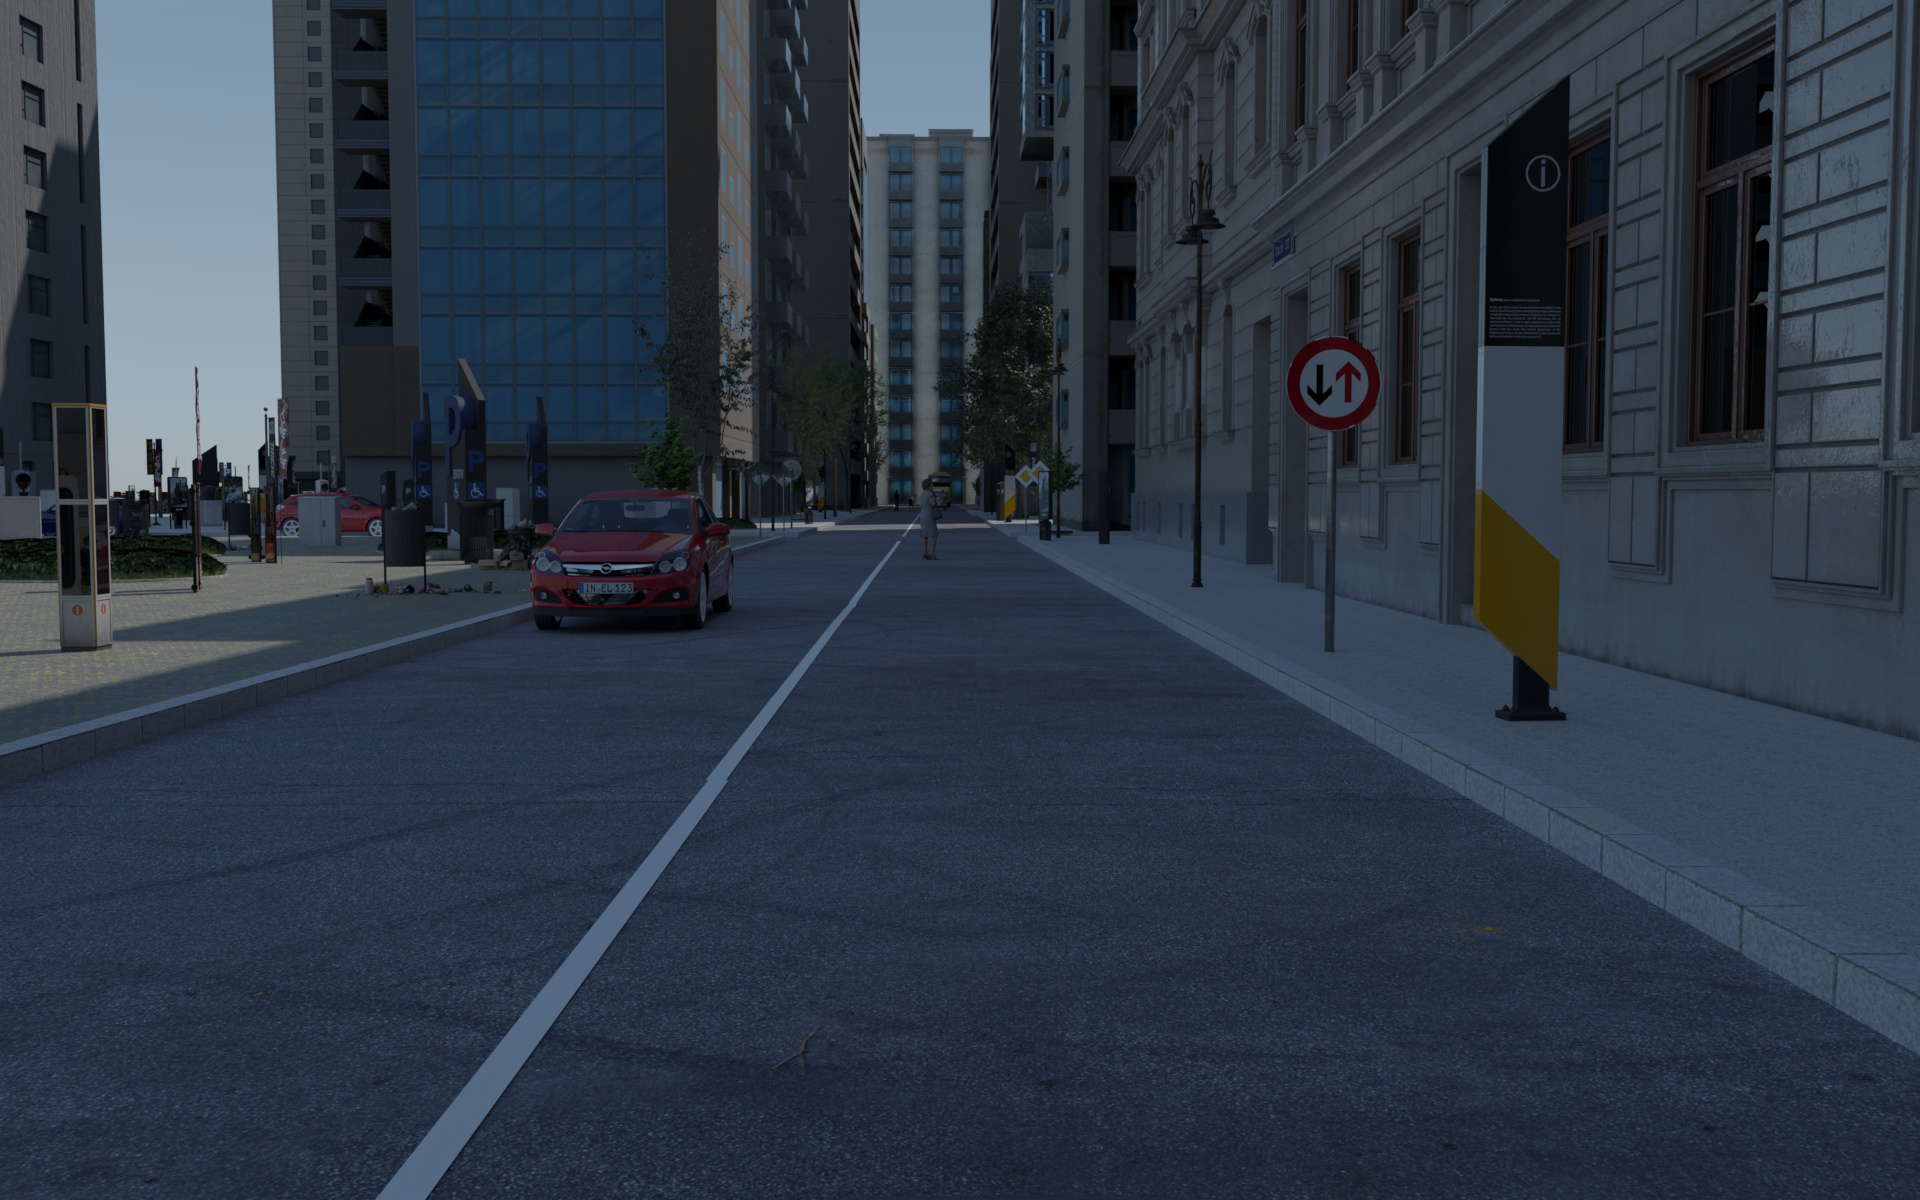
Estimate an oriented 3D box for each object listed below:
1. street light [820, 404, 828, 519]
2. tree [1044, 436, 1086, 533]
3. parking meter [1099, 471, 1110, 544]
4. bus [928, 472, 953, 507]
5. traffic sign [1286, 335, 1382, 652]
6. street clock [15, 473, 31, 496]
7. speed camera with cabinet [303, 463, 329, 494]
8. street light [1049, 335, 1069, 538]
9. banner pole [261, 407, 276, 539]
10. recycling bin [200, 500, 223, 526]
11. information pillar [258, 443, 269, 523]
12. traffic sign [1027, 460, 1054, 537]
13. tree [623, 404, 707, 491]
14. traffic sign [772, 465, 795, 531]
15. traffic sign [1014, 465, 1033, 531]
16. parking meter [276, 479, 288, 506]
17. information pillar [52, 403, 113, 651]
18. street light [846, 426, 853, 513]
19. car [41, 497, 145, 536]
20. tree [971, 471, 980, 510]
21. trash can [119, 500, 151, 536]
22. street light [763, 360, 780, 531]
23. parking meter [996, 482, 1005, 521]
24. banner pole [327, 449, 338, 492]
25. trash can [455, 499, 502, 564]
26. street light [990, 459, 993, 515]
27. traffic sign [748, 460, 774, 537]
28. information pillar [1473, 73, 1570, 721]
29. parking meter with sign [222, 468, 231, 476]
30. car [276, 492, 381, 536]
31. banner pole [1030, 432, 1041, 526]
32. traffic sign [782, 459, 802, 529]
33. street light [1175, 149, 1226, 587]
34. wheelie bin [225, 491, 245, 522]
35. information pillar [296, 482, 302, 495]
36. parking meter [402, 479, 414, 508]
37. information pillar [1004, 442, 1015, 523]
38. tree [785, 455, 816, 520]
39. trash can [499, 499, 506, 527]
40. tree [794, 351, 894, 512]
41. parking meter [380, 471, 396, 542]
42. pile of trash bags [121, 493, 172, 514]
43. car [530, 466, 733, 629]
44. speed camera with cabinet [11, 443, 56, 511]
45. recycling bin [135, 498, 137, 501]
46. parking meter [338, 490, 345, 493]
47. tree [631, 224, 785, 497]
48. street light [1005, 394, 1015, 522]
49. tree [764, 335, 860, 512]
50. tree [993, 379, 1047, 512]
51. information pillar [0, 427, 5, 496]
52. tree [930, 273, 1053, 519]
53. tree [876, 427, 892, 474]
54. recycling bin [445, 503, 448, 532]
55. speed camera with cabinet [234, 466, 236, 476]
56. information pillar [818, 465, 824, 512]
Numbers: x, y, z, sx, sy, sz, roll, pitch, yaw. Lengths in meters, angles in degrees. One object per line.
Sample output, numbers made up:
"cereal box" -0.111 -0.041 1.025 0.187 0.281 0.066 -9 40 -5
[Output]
"street light" -6.863 -7.047 88.004 0.468 5.910 1.993 0 4 -1
"tree" 3.307 -3.877 57.985 1.663 3.219 1.824 0 3 0
"parking meter" 3.696 -2.362 44.336 0.255 1.863 0.399 1 4 11
"bus" -2.216 -12.208 191.143 2.896 3.916 12.252 0 4 0
"traffic sign" 3.007 -0.851 14.022 0.768 2.556 0.104 0 4 2
"street clock" -32.470 -3.395 60.075 0.471 2.002 0.358 -2 4 -34
"speed camera with cabinet" -41.614 -7.159 111.385 0.660 3.252 2.038 3 5 40
"street light" 2.874 -4.750 50.458 0.468 5.910 1.993 0 4 -1
"banner pole" -19.801 -3.653 49.738 0.401 3.779 0.863 -3 5 -44
"recycling bin" -30.239 -3.504 69.847 0.722 1.027 0.722 -3 5 -44
"information pillar" -30.598 -5.187 76.157 0.504 3.616 0.183 1 4 13
"traffic sign" 2.376 -2.922 51.425 0.795 2.450 0.064 0 4 -1
"tree" -6.237 -2.618 37.402 1.663 3.219 1.824 0 3 0
"traffic sign" -6.031 -3.405 59.312 0.795 2.450 0.064 0 4 -1
"traffic sign" 2.263 -3.411 59.409 0.795 2.450 0.064 0 4 -1
"parking meter" -26.244 -3.753 67.071 0.399 1.863 0.255 0 4 1
"information pillar" -7.194 -0.594 14.210 0.304 2.012 0.304 0 4 -2
"street light" -7.302 -8.725 115.446 0.468 5.910 1.993 0 4 -1
"car" -28.509 -2.657 56.016 3.894 1.354 1.945 0 4 -2
"tree" 1.605 -9.073 142.936 1.663 3.219 1.824 0 3 0
"trash can" -20.935 -1.978 43.988 0.748 1.137 0.748 0 3 0
"street light" -6.481 -5.324 59.842 0.468 5.910 1.993 0 4 -1
"parking meter" 1.921 -4.699 82.540 0.255 1.863 0.399 3 5 41
"banner pole" -34.690 -6.463 95.686 0.863 3.779 0.401 2 4 29
"trash can" -8.879 -1.233 31.806 0.748 1.137 0.748 0 3 0
"street light" 1.975 -8.211 107.031 0.468 5.910 1.993 0 4 -1
"traffic sign" -5.917 -2.917 51.328 0.795 2.450 0.064 0 4 -1
"information pillar" 3.171 -1.126 9.757 0.504 3.616 0.183 0 4 -6
"parking meter with sign" -49.161 -7.350 116.434 0.543 3.016 1.738 -2 4 -29
"car" -19.758 -2.860 55.799 4.494 1.783 2.155 0 4 1
"banner pole" 3.094 -4.924 70.531 0.401 3.779 0.863 -2 4 -34
"traffic sign" -6.194 -3.885 63.621 0.768 2.556 0.104 0 4 3
"street light" 3.271 -3.115 23.718 0.468 5.910 1.993 0 4 -1
"wheelie bin" -33.784 -4.431 80.350 0.693 1.594 0.980 0 4 -2
"information pillar" -39.521 -6.050 103.403 0.304 2.012 0.304 1 4 8
"parking meter" -20.286 -3.547 63.708 0.399 1.863 0.255 -1 4 -10
"information pillar" 2.234 -5.291 77.865 0.504 3.616 0.183 0 4 -7
"tree" -7.840 -5.537 85.135 1.663 3.219 1.824 0 3 0
"trash can" -13.864 -2.438 51.518 0.748 1.137 0.748 0 3 0
"tree" -8.361 -12.260 126.200 9.928 11.665 9.643 0 3 0
"parking meter" -14.341 -2.309 43.459 0.255 1.863 0.399 -3 5 -44
"pile of trash bags" -51.948 -6.140 110.140 1.912 1.369 3.447 2 4 28
"car" -3.642 -0.652 19.697 2.155 1.783 4.494 0 4 -1
"speed camera with cabinet" -35.365 -4.427 66.725 2.038 3.252 0.660 0 4 -1
"recycling bin" -54.067 -6.123 112.658 0.722 1.027 0.722 2 4 26
"parking meter" -35.299 -5.535 98.905 0.372 1.533 0.369 0 3 0
"tree" -6.987 -5.914 47.062 4.360 8.622 3.978 0 3 0
"street light" 2.337 -6.575 80.291 0.468 5.910 1.993 0 4 -1
"tree" -6.944 -7.981 80.846 4.737 8.622 4.395 0 3 0
"tree" 3.010 -9.087 98.929 4.360 8.622 3.978 0 3 0
"information pillar" -28.616 -3.670 51.362 0.183 3.616 0.504 3 5 44
"tree" 3.249 -10.575 89.912 9.611 12.733 9.660 0 3 0
"tree" -9.396 -14.582 188.781 4.360 8.622 3.978 0 3 0
"recycling bin" -14.147 -2.221 48.861 0.722 1.027 0.722 -1 4 -16
"speed camera with cabinet" -51.806 -7.811 122.048 2.038 3.252 0.660 0 4 -4
"information pillar" -9.669 -7.925 120.931 0.504 3.616 0.183 -1 4 -15
